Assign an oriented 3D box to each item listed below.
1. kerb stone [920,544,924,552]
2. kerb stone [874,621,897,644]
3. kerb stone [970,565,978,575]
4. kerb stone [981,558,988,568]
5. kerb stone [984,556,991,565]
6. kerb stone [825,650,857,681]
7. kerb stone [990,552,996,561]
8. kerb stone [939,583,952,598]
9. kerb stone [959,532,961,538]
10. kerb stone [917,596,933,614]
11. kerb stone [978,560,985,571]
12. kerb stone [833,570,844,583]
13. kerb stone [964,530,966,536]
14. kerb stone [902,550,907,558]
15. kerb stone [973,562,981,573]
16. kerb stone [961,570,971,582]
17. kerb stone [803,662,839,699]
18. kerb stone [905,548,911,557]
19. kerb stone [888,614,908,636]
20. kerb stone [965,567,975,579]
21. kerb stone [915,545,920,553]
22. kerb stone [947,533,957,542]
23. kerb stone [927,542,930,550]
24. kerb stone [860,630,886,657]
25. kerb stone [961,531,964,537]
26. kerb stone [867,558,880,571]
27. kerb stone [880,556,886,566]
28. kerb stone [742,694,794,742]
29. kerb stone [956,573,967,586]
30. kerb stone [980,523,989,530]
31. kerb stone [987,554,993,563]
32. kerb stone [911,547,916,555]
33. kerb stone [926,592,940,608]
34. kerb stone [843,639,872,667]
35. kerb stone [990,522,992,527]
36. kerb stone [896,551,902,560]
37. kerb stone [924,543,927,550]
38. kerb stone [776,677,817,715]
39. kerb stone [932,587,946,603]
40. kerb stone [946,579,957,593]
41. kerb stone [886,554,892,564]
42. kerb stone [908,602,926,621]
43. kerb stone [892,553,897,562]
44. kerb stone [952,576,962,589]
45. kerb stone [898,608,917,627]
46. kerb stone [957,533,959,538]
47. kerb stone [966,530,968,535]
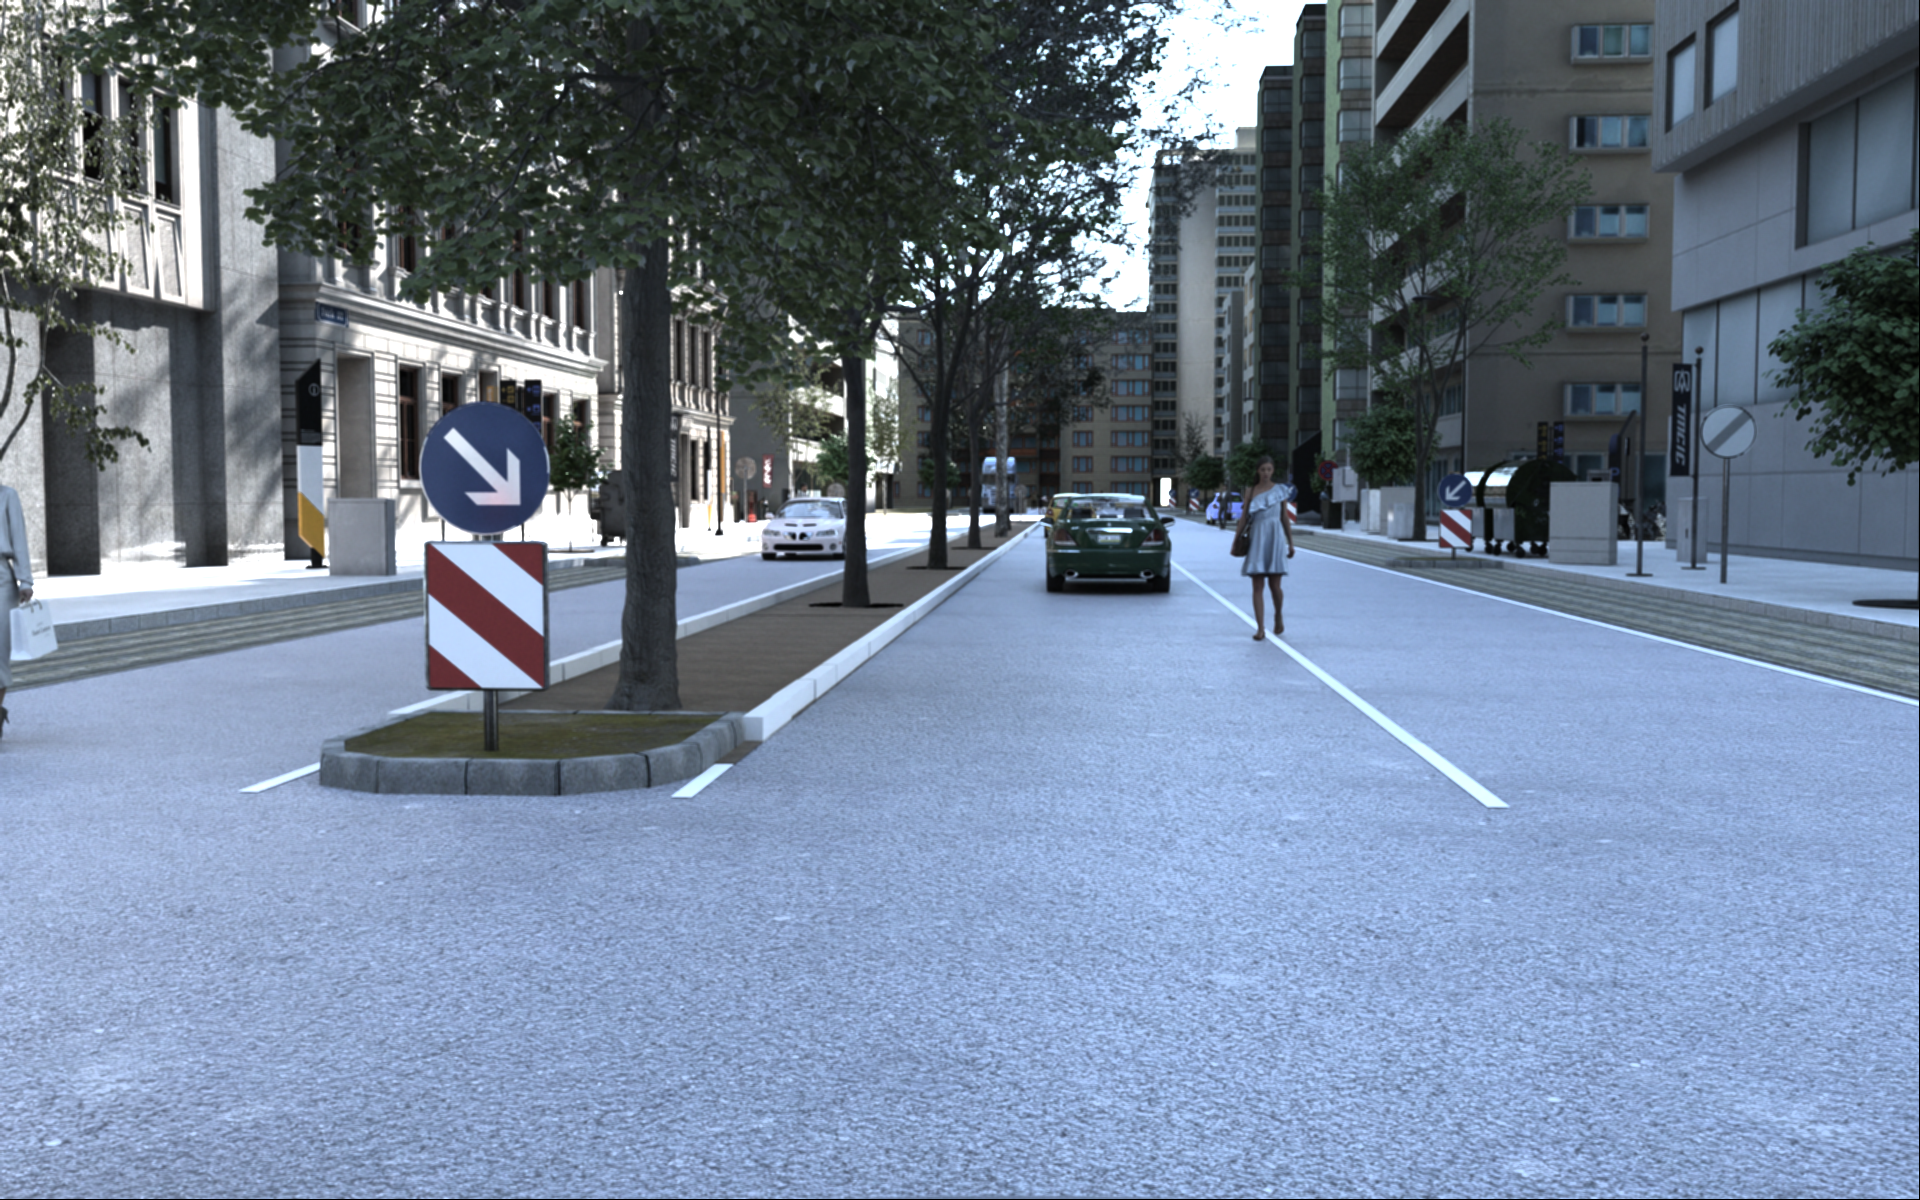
[{"bbox_3d":[-1.056,-1.226,42.340,0.120,0.150,1.000,0,4,4],"label":"kerb stone"},{"bbox_3d":[-0.740,0.341,16.616,0.120,0.150,1.000,0,4,4],"label":"kerb stone"},{"bbox_3d":[0.184,-0.471,29.915,0.120,0.150,1.000,0,4,4],"label":"kerb stone"},{"bbox_3d":[0.393,-0.658,32.975,0.120,0.150,1.000,0,4,4],"label":"kerb stone"},{"bbox_3d":[0.468,-0.722,33.998,0.120,0.150,1.000,0,4,4],"label":"kerb stone"},{"bbox_3d":[-0.953,0.529,13.552,0.120,0.150,1.000,0,4,4],"label":"kerb stone"},{"bbox_3d":[0.610,-0.848,36.058,0.120,0.150,1.000,0,4,4],"label":"kerb stone"},{"bbox_3d":[-0.246,-0.095,23.774,0.120,0.150,1.000,0,4,4],"label":"kerb stone"},{"bbox_3d":[-0.132,-2.046,55.650,0.120,0.150,1.000,0,4,4],"label":"kerb stone"},{"bbox_3d":[-0.454,0.091,20.702,0.120,0.150,1.000,0,4,4],"label":"kerb stone"},{"bbox_3d":[0.329,-0.597,31.954,0.120,0.150,1.000,0,4,4],"label":"kerb stone"},{"bbox_3d":[-2.049,-0.351,28.023,0.120,0.150,1.000,0,4,4],"label":"kerb stone"},{"bbox_3d":[0.011,-2.168,57.690,0.120,0.150,1.000,0,4,4],"label":"kerb stone"},{"bbox_3d":[-1.341,-0.978,38.235,0.120,0.150,1.000,0,4,4],"label":"kerb stone"},{"bbox_3d":[0.249,-0.535,30.935,0.120,0.150,1.000,0,4,4],"label":"kerb stone"},{"bbox_3d":[0.042,-0.344,27.854,0.120,0.150,1.000,0,4,4],"label":"kerb stone"},{"bbox_3d":[-1.024,0.593,12.526,0.120,0.150,1.000,0,4,4],"label":"kerb stone"},{"bbox_3d":[-1.266,-1.043,39.256,0.120,0.150,1.000,0,4,4],"label":"kerb stone"},{"bbox_3d":[-0.670,0.280,17.636,0.120,0.150,1.000,0,4,4],"label":"kerb stone"},{"bbox_3d":[0.115,-0.409,28.885,0.120,0.150,1.000,0,4,4],"label":"kerb stone"},{"bbox_3d":[-1.130,-1.169,41.305,0.120,0.150,1.000,0,4,4],"label":"kerb stone"},{"bbox_3d":[-0.272,-1.920,53.592,0.120,0.150,1.000,0,4,4],"label":"kerb stone"},{"bbox_3d":[-0.904,-1.358,44.391,0.120,0.150,1.000,0,4,4],"label":"kerb stone"},{"bbox_3d":[-0.809,0.404,15.592,0.120,0.150,1.000,0,4,4],"label":"kerb stone"},{"bbox_3d":[-0.054,-2.106,56.669,0.120,0.150,1.000,0,4,4],"label":"kerb stone"},{"bbox_3d":[-1.698,-0.665,33.131,0.120,0.150,1.000,0,4,4],"label":"kerb stone"},{"bbox_3d":[-1.627,-0.728,34.151,0.120,0.150,1.000,0,4,4],"label":"kerb stone"},{"bbox_3d":[-1.161,0.717,10.486,0.120,0.150,1.000,0,4,4],"label":"kerb stone"},{"bbox_3d":[-0.027,-0.284,26.834,0.120,0.150,1.000,0,4,4],"label":"kerb stone"},{"bbox_3d":[1.008,-3.046,71.998,0.120,0.150,1.000,0,4,4],"label":"kerb stone"},{"bbox_3d":[0.533,-0.780,35.028,0.120,0.150,1.000,0,4,4],"label":"kerb stone"},{"bbox_3d":[-1.198,-1.106,40.285,0.120,0.150,1.000,0,4,4],"label":"kerb stone"},{"bbox_3d":[-0.384,0.030,21.723,0.120,0.150,1.000,0,4,4],"label":"kerb stone"},{"bbox_3d":[-0.885,0.466,14.572,0.120,0.150,1.000,0,4,4],"label":"kerb stone"},{"bbox_3d":[1.158,-3.171,74.049,0.120,0.150,1.000,0,4,4],"label":"kerb stone"},{"bbox_3d":[-1.411,-0.919,37.215,0.120,0.150,1.000,0,4,4],"label":"kerb stone"},{"bbox_3d":[-0.988,-1.294,43.360,0.120,0.150,1.000,0,4,4],"label":"kerb stone"},{"bbox_3d":[-1.105,0.657,11.507,0.120,0.150,1.000,0,4,4],"label":"kerb stone"},{"bbox_3d":[-0.311,-0.033,22.742,0.120,0.150,1.000,0,4,4],"label":"kerb stone"},{"bbox_3d":[-0.171,-0.158,24.794,0.120,0.150,1.000,0,4,4],"label":"kerb stone"},{"bbox_3d":[-1.556,-0.793,35.170,0.120,0.150,1.000,0,4,4],"label":"kerb stone"},{"bbox_3d":[-0.525,0.154,19.683,0.120,0.150,1.000,0,4,4],"label":"kerb stone"},{"bbox_3d":[-1.483,-0.856,36.196,0.120,0.150,1.000,0,4,4],"label":"kerb stone"},{"bbox_3d":[-0.103,-0.221,25.814,0.120,0.150,1.000,0,4,4],"label":"kerb stone"},{"bbox_3d":[-0.603,0.216,18.660,0.120,0.150,1.000,0,4,4],"label":"kerb stone"},{"bbox_3d":[-0.202,-1.983,54.620,0.120,0.150,1.000,0,4,4],"label":"kerb stone"},{"bbox_3d":[0.093,-2.233,58.709,0.120,0.150,1.000,0,4,4],"label":"kerb stone"}]
